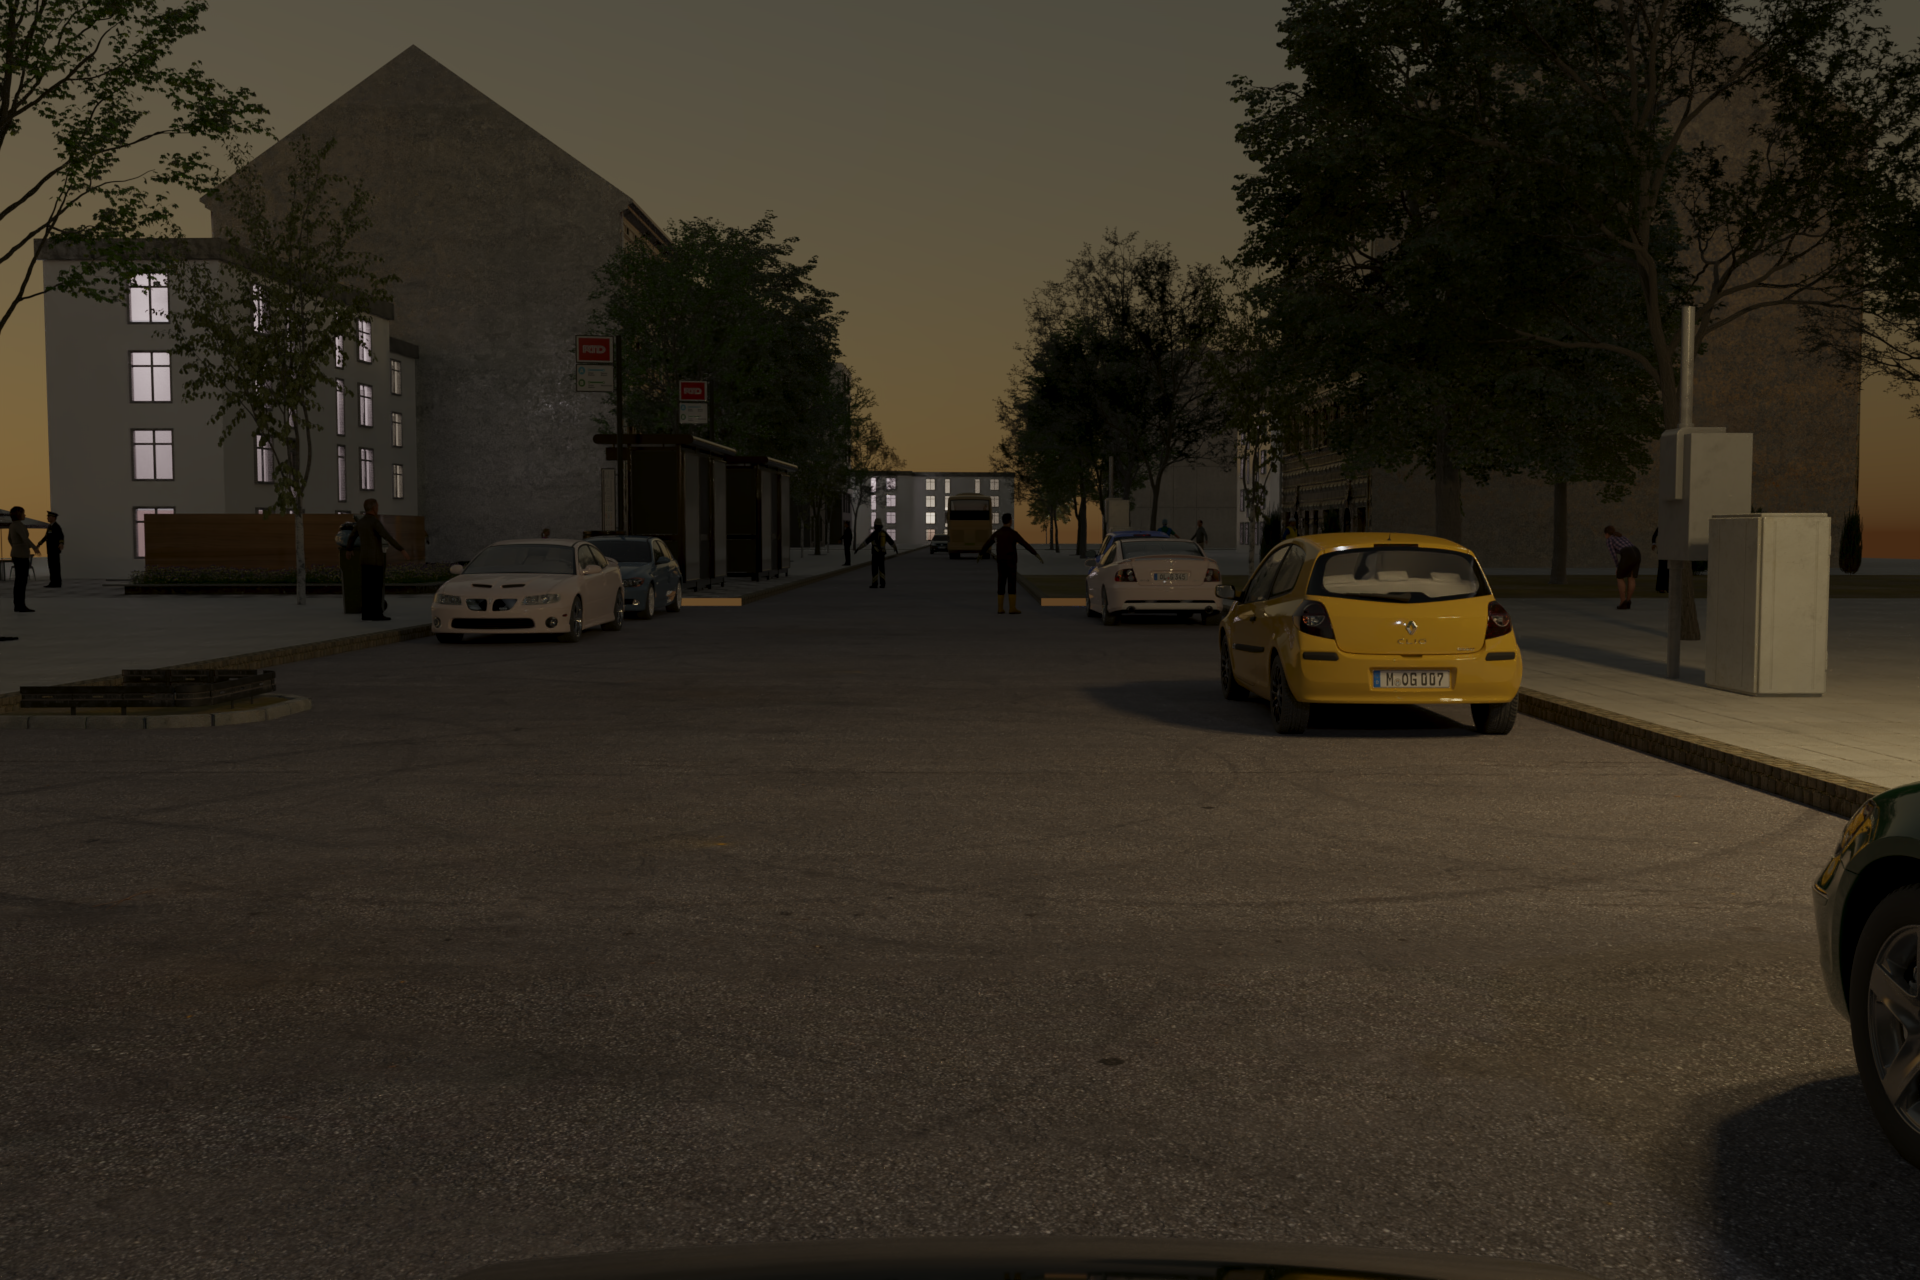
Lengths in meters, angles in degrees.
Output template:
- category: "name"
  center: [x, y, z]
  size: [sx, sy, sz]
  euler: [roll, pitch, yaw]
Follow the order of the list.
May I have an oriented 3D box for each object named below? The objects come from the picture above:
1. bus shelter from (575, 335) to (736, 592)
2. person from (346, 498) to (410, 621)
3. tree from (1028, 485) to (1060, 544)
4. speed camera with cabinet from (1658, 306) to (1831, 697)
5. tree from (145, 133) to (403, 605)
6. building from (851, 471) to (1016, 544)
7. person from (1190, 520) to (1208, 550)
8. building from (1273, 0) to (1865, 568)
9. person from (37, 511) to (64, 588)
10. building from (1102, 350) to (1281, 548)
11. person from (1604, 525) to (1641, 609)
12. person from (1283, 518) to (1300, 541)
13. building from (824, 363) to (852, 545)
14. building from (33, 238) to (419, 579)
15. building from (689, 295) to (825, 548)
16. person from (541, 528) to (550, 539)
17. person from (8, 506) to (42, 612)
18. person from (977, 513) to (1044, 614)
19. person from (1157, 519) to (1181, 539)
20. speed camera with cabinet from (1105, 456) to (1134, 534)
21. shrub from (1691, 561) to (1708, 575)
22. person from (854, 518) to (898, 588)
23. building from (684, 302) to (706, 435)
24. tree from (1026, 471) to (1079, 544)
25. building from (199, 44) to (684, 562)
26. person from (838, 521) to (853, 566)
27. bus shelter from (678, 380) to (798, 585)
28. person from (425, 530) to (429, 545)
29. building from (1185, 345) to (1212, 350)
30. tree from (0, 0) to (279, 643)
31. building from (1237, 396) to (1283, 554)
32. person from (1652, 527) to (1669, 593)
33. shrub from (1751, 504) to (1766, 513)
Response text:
- category: "bus shelter"
  center: [-6.603, -3.672, 37.663]
  size: [2.179, 5.291, 8.768]
  euler: [0, 4, 1]
- category: "person"
  center: [-8.699, -1.193, 25.691]
  size: [1.348, 1.807, 0.705]
  euler: [2, 4, 32]
- category: "tree"
  center: [10.995, -16.794, 224.947]
  size: [4.737, 8.622, 4.395]
  euler: [0, 3, 0]
- category: "speed camera with cabinet"
  center: [6.525, -1.232, 14.483]
  size: [0.660, 3.252, 2.038]
  euler: [0, 3, 0]
- category: "tree"
  center: [-12.165, -4.936, 31.067]
  size: [4.737, 8.622, 4.395]
  euler: [0, 3, 0]
- category: "building"
  center: [-6.661, -17.473, 230.289]
  size: [28.070, 9.664, 9.099]
  euler: [0, 4, -5]
- category: "person"
  center: [8.778, -3.501, 63.517]
  size: [0.705, 1.796, 1.348]
  euler: [-1, 4, -21]
- category: "building"
  center: [24.731, -14.871, 74.068]
  size: [19.493, 23.208, 18.063]
  euler: [0, 3, 0]
- category: "person"
  center: [-21.669, -2.166, 41.344]
  size: [1.347, 1.837, 0.705]
  euler: [3, 4, 39]
- category: "building"
  center: [23.911, -18.881, 175.159]
  size: [16.747, 18.905, 31.486]
  euler: [0, 4, 1]
- category: "person"
  center: [11.253, -1.238, 29.512]
  size: [0.421, 1.427, 0.697]
  euler: [-2, 4, -27]
- category: "person"
  center: [11.145, -3.184, 58.020]
  size: [1.349, 1.833, 0.705]
  euler: [-3, 5, -45]
- category: "building"
  center: [-27.989, -22.043, 204.380]
  size: [27.936, 21.610, 32.646]
  euler: [0, 4, 1]
- category: "building"
  center: [-25.161, -7.412, 63.341]
  size: [9.099, 9.664, 28.070]
  euler: [0, 4, 1]
- category: "building"
  center: [-28.092, -19.387, 160.955]
  size: [27.936, 21.610, 32.646]
  euler: [0, 4, 1]
- category: "person"
  center: [-10.547, -2.152, 44.457]
  size: [0.599, 1.433, 0.991]
  euler: [1, 4, 23]
- category: "person"
  center: [-15.403, -1.332, 28.540]
  size: [1.215, 1.744, 0.721]
  euler: [3, 5, 45]
- category: "person"
  center: [0.858, -1.375, 31.076]
  size: [1.346, 1.812, 0.704]
  euler: [2, 4, 29]
- category: "person"
  center: [7.296, -3.399, 61.700]
  size: [1.347, 1.817, 0.704]
  euler: [1, 4, 8]
- category: "speed camera with cabinet"
  center: [4.025, -3.009, 43.530]
  size: [0.660, 3.252, 2.038]
  euler: [0, 4, 1]
- category: "shrub"
  center: [22.723, -3.023, 53.848]
  size: [1.690, 2.028, 1.600]
  euler: [0, 3, 0]
- category: "person"
  center: [-2.176, -2.300, 45.842]
  size: [1.354, 1.856, 0.705]
  euler: [-2, 4, -35]
- category: "building"
  center: [-27.285, -15.058, 112.649]
  size: [16.747, 18.905, 31.486]
  euler: [0, 4, 0]
- category: "tree"
  center: [12.578, -19.143, 231.111]
  size: [7.486, 12.596, 7.792]
  euler: [0, 3, 0]
- category: "building"
  center: [-24.572, -15.684, 87.366]
  size: [19.493, 23.208, 18.063]
  euler: [0, 4, 0]
- category: "person"
  center: [-4.602, -3.920, 70.323]
  size: [0.704, 1.802, 1.346]
  euler: [1, 4, 18]
- category: "bus shelter"
  center: [-6.137, -4.293, 47.819]
  size: [2.179, 5.291, 8.768]
  euler: [0, 4, 2]
- category: "person"
  center: [-19.519, -3.462, 62.367]
  size: [1.354, 1.858, 0.705]
  euler: [2, 4, 34]
- category: "building"
  center: [26.927, -22.882, 205.056]
  size: [19.493, 23.208, 18.063]
  euler: [0, 4, 1]
- category: "tree"
  center: [-12.003, -5.791, 20.445]
  size: [9.928, 11.665, 9.643]
  euler: [0, 3, 0]
- category: "building"
  center: [23.291, -9.978, 105.284]
  size: [9.099, 9.664, 28.070]
  euler: [0, 4, 1]
- category: "person"
  center: [15.355, -1.887, 37.571]
  size: [1.216, 1.740, 0.721]
  euler: [-3, 4, -36]
- category: "shrub"
  center: [17.604, -2.132, 38.896]
  size: [1.661, 2.075, 1.752]
  euler: [0, 3, 0]
